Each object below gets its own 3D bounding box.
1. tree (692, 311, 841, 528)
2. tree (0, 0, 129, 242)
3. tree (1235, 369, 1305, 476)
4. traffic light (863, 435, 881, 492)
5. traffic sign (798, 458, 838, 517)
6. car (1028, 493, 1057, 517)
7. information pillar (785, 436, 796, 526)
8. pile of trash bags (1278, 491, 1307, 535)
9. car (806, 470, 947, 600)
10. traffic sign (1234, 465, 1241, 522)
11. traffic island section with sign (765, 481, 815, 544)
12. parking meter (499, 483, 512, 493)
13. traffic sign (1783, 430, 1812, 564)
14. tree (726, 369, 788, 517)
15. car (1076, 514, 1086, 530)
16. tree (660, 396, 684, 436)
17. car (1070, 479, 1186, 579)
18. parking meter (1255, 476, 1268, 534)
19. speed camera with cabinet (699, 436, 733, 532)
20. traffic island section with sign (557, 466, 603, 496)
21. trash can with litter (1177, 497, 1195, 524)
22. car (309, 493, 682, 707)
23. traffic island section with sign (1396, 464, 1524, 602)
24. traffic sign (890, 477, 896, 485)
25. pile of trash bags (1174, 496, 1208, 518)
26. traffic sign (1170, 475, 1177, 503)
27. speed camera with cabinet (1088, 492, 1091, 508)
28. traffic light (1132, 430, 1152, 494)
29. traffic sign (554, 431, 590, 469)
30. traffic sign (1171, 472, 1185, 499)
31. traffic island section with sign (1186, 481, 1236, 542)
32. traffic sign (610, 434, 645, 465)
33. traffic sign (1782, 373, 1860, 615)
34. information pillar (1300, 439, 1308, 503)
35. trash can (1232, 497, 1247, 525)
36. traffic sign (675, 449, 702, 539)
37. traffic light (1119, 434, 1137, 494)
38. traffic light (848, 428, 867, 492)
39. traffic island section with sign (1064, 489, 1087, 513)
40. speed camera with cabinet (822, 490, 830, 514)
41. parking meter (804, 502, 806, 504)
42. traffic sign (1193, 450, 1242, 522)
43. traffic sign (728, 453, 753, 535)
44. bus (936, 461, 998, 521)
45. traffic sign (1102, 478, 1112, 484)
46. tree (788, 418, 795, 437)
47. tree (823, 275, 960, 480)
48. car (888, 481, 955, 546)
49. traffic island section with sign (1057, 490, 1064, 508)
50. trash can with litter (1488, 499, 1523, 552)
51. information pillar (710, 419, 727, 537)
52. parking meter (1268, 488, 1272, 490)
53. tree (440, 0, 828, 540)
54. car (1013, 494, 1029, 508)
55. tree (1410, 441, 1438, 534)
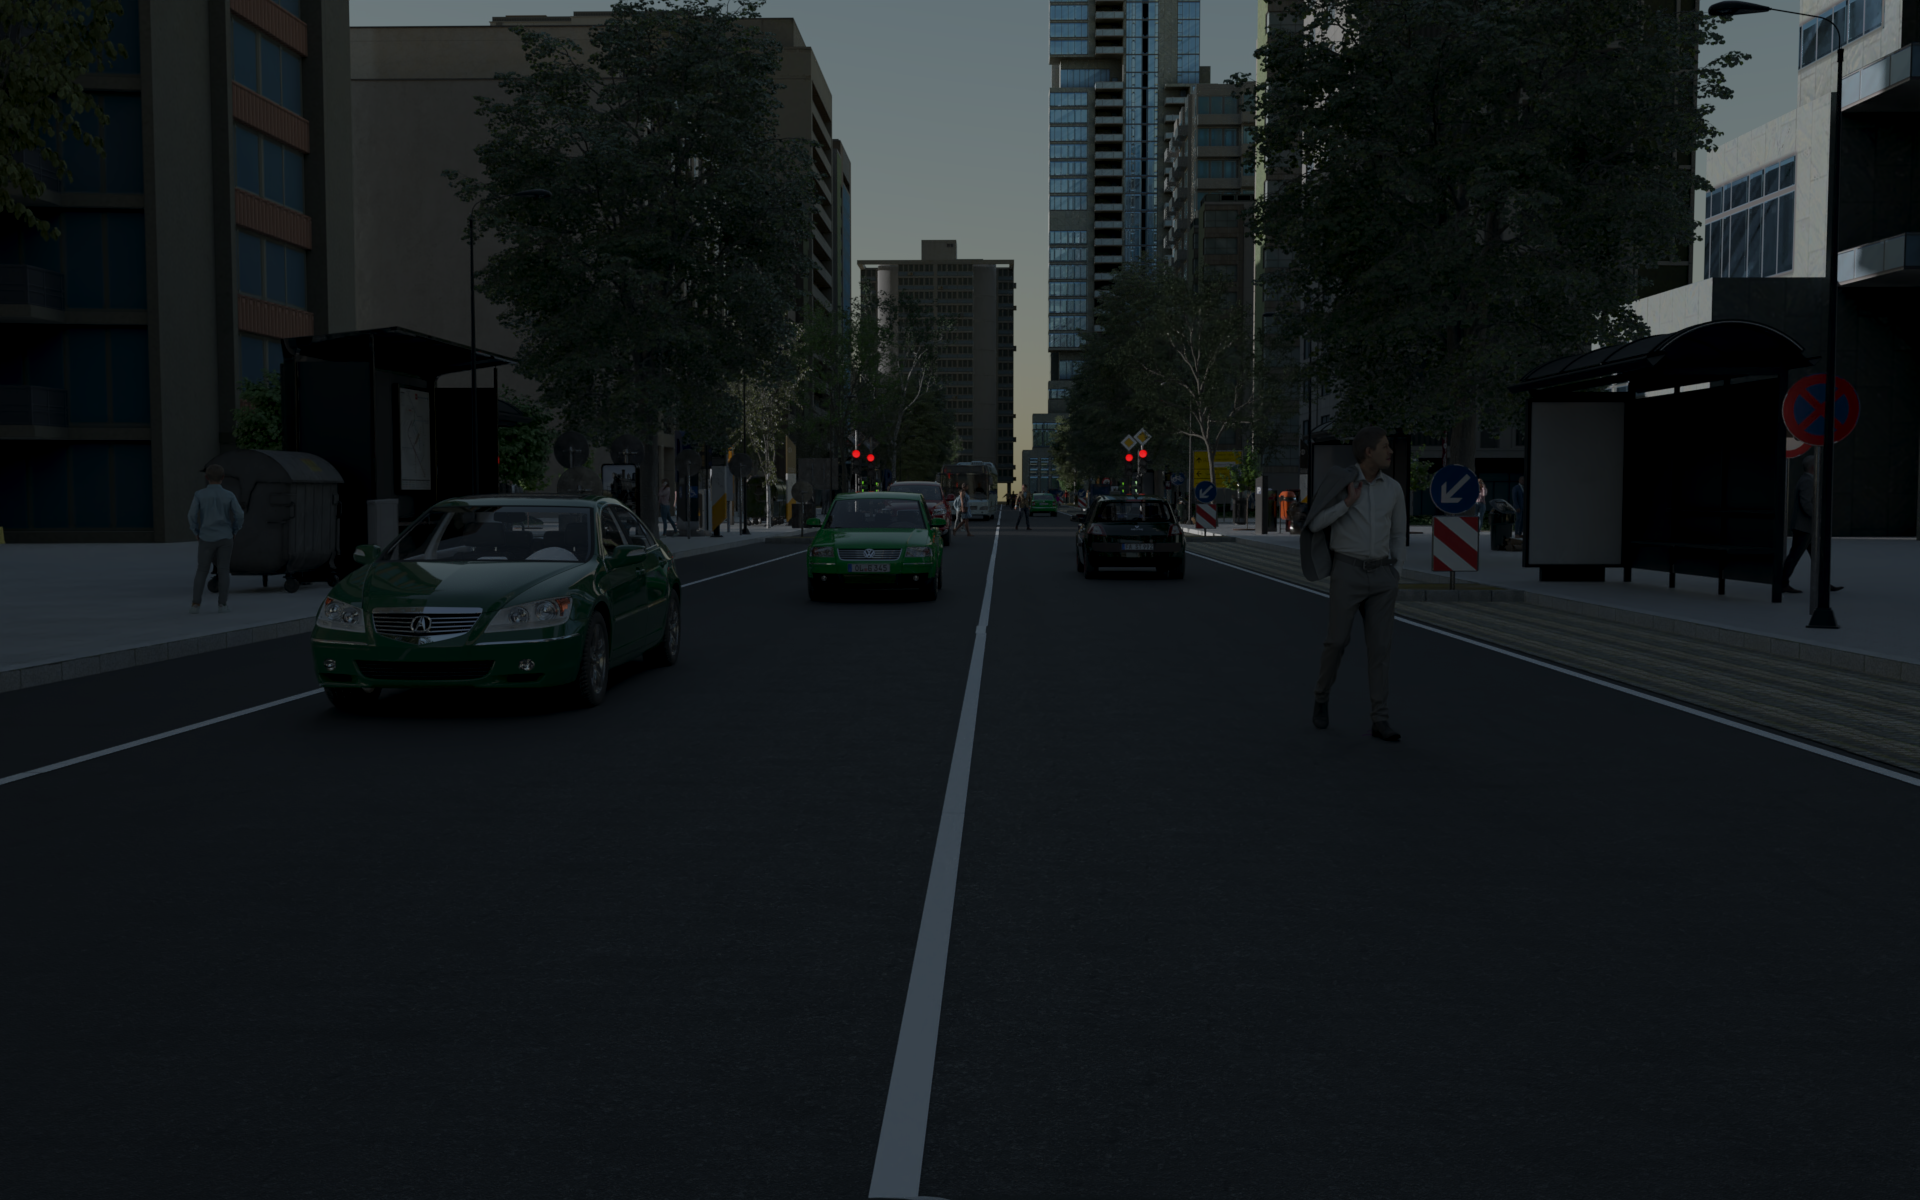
[{"bbox_3d":[-7.363,-6.983,64.527,4.360,8.622,3.978,0,3,0],"label":"tree"},{"bbox_3d":[-8.881,-3.950,14.947,4.737,8.622,4.395,0,3,0],"label":"tree"},{"bbox_3d":[17.418,-9.120,99.467,4.360,8.622,3.978,0,3,0],"label":"tree"},{"bbox_3d":[-4.163,-5.666,81.567,0.839,4.253,0.868,0,4,1],"label":"traffic light"},{"bbox_3d":[-8.011,-6.364,97.919,2.265,3.308,0.079,0,4,4],"label":"traffic sign"},{"bbox_3d":[5.254,-6.254,111.044,1.959,1.807,4.718,0,4,-1],"label":"car"},{"bbox_3d":[-6.839,-4.810,69.997,0.183,3.616,0.504,3,5,41],"label":"information pillar"},{"bbox_3d":[11.210,-2.780,55.206,1.912,1.369,3.447,-2,4,-24],"label":"pile of trash bags"},{"bbox_3d":[-1.161,-0.977,24.771,1.959,1.807,4.718,0,4,0],"label":"car"},{"bbox_3d":[11.816,-4.482,73.391,0.768,2.556,0.104,0,4,5],"label":"traffic sign"},{"bbox_3d":[-4.641,-2.599,51.122,1.989,1.847,2.006,0,4,1],"label":"traffic island section with sign"},{"bbox_3d":[-10.477,-1.920,39.808,0.372,1.533,0.369,0,3,0],"label":"parking meter"},{"bbox_3d":[11.691,-1.494,24.532,0.768,2.556,0.104,0,4,7],"label":"traffic sign"},{"bbox_3d":[-12.370,-8.952,96.735,4.737,8.622,4.395,0,3,0],"label":"tree"},{"bbox_3d":[3.753,-1.742,41.064,1.945,1.354,3.894,0,3,0],"label":"car"},{"bbox_3d":[-12.363,-8.245,85.170,4.360,8.622,3.978,0,3,0],"label":"tree"},{"bbox_3d":[2.978,-1.278,30.678,2.009,1.686,4.222,0,4,1],"label":"car"},{"bbox_3d":[9.611,-3.025,55.177,0.255,1.863,0.399,-2,4,-27],"label":"parking meter"},{"bbox_3d":[-8.371,-3.932,58.620,0.660,3.252,2.038,-2,4,-33],"label":"speed camera with cabinet"},{"bbox_3d":[-5.328,-0.937,23.945,1.989,1.847,2.006,0,4,1],"label":"traffic island section with sign"},{"bbox_3d":[9.756,-3.809,73.660,1.055,1.170,0.624,2,4,29],"label":"trash can with litter"},{"bbox_3d":[-3.315,-0.084,13.165,2.131,1.459,4.920,0,4,1],"label":"car"},{"bbox_3d":[6.500,-0.930,23.834,1.989,1.847,2.006,0,4,1],"label":"traffic island section with sign"},{"bbox_3d":[-5.061,-8.177,133.697,0.884,2.594,0.081,0,4,5],"label":"traffic sign"},{"bbox_3d":[11.575,-4.606,85.063,1.912,1.369,3.447,1,4,19],"label":"pile of trash bags"},{"bbox_3d":[13.029,-6.369,104.242,0.768,2.556,0.104,0,4,5],"label":"traffic sign"},{"bbox_3d":[12.316,-9.718,153.219,2.038,3.252,0.660,0,4,4],"label":"speed camera with cabinet"},{"bbox_3d":[7.695,-5.161,73.300,0.839,4.253,0.868,0,4,1],"label":"traffic light"},{"bbox_3d":[-7.865,-2.137,35.046,0.768,2.556,0.104,1,4,11],"label":"traffic sign"},{"bbox_3d":[12.282,-5.965,97.640,0.768,2.556,0.104,0,4,6],"label":"traffic sign"},{"bbox_3d":[7.216,-2.667,52.239,1.989,1.847,2.006,0,4,1],"label":"traffic island section with sign"},{"bbox_3d":[-7.096,-2.252,36.922,0.768,2.556,0.104,1,4,9],"label":"traffic sign"},{"bbox_3d":[9.058,-1.113,18.303,0.768,2.556,0.104,1,4,10],"label":"traffic sign"},{"bbox_3d":[14.583,-5.010,73.266,0.504,3.616,0.183,3,5,42],"label":"information pillar"},{"bbox_3d":[11.673,-3.701,72.164,0.748,1.137,0.748,0,3,0],"label":"trash can"},{"bbox_3d":[-7.702,-2.998,49.130,0.768,2.556,0.104,0,4,2],"label":"traffic sign"},{"bbox_3d":[7.895,-5.649,81.282,0.839,4.253,0.868,0,4,1],"label":"traffic light"},{"bbox_3d":[-4.363,-5.178,73.585,0.839,4.253,0.868,0,4,1],"label":"traffic light"},{"bbox_3d":[9.243,-7.628,133.346,1.989,1.847,2.006,0,4,1],"label":"traffic island section with sign"},{"bbox_3d":[-8.677,-7.224,112.449,0.660,3.252,2.038,0,4,-5],"label":"speed camera with cabinet"},{"bbox_3d":[-7.255,-4.512,82.184,0.372,1.533,0.369,0,3,0],"label":"parking meter"},{"bbox_3d":[11.991,-5.308,80.662,2.265,3.308,0.079,0,4,6],"label":"traffic sign"},{"bbox_3d":[-6.822,-3.285,53.821,0.768,2.556,0.104,0,4,6],"label":"traffic sign"},{"bbox_3d":[0.568,-6.192,96.092,2.948,3.499,13.247,0,4,3],"label":"bus"},{"bbox_3d":[11.425,-8.234,134.738,0.768,2.556,0.104,1,4,10],"label":"traffic sign"},{"bbox_3d":[-13.154,-10.214,117.363,4.737,8.622,4.395,0,3,0],"label":"tree"},{"bbox_3d":[-6.095,-17.953,149.423,12.611,20.169,13.585,0,3,0],"label":"tree"},{"bbox_3d":[-1.271,-2.500,49.543,2.281,1.827,5.304,0,3,0],"label":"car"},{"bbox_3d":[10.477,-10.672,183.118,1.989,1.847,2.006,0,4,1],"label":"traffic island section with sign"},{"bbox_3d":[12.378,-1.688,38.979,0.624,1.170,1.055,-1,4,-20],"label":"trash can with litter"},{"bbox_3d":[-7.157,-3.669,51.339,0.504,3.616,0.183,2,4,26],"label":"information pillar"},{"bbox_3d":[12.980,-3.953,73.046,0.372,1.533,0.369,0,3,0],"label":"parking meter"},{"bbox_3d":[-7.748,-8.304,42.430,9.857,13.997,8.962,0,3,0],"label":"tree"},{"bbox_3d":[6.450,-10.755,184.876,2.155,1.783,4.494,0,4,3],"label":"car"},{"bbox_3d":[14.428,-3.758,56.048,1.663,3.219,1.824,0,3,0],"label":"tree"}]
